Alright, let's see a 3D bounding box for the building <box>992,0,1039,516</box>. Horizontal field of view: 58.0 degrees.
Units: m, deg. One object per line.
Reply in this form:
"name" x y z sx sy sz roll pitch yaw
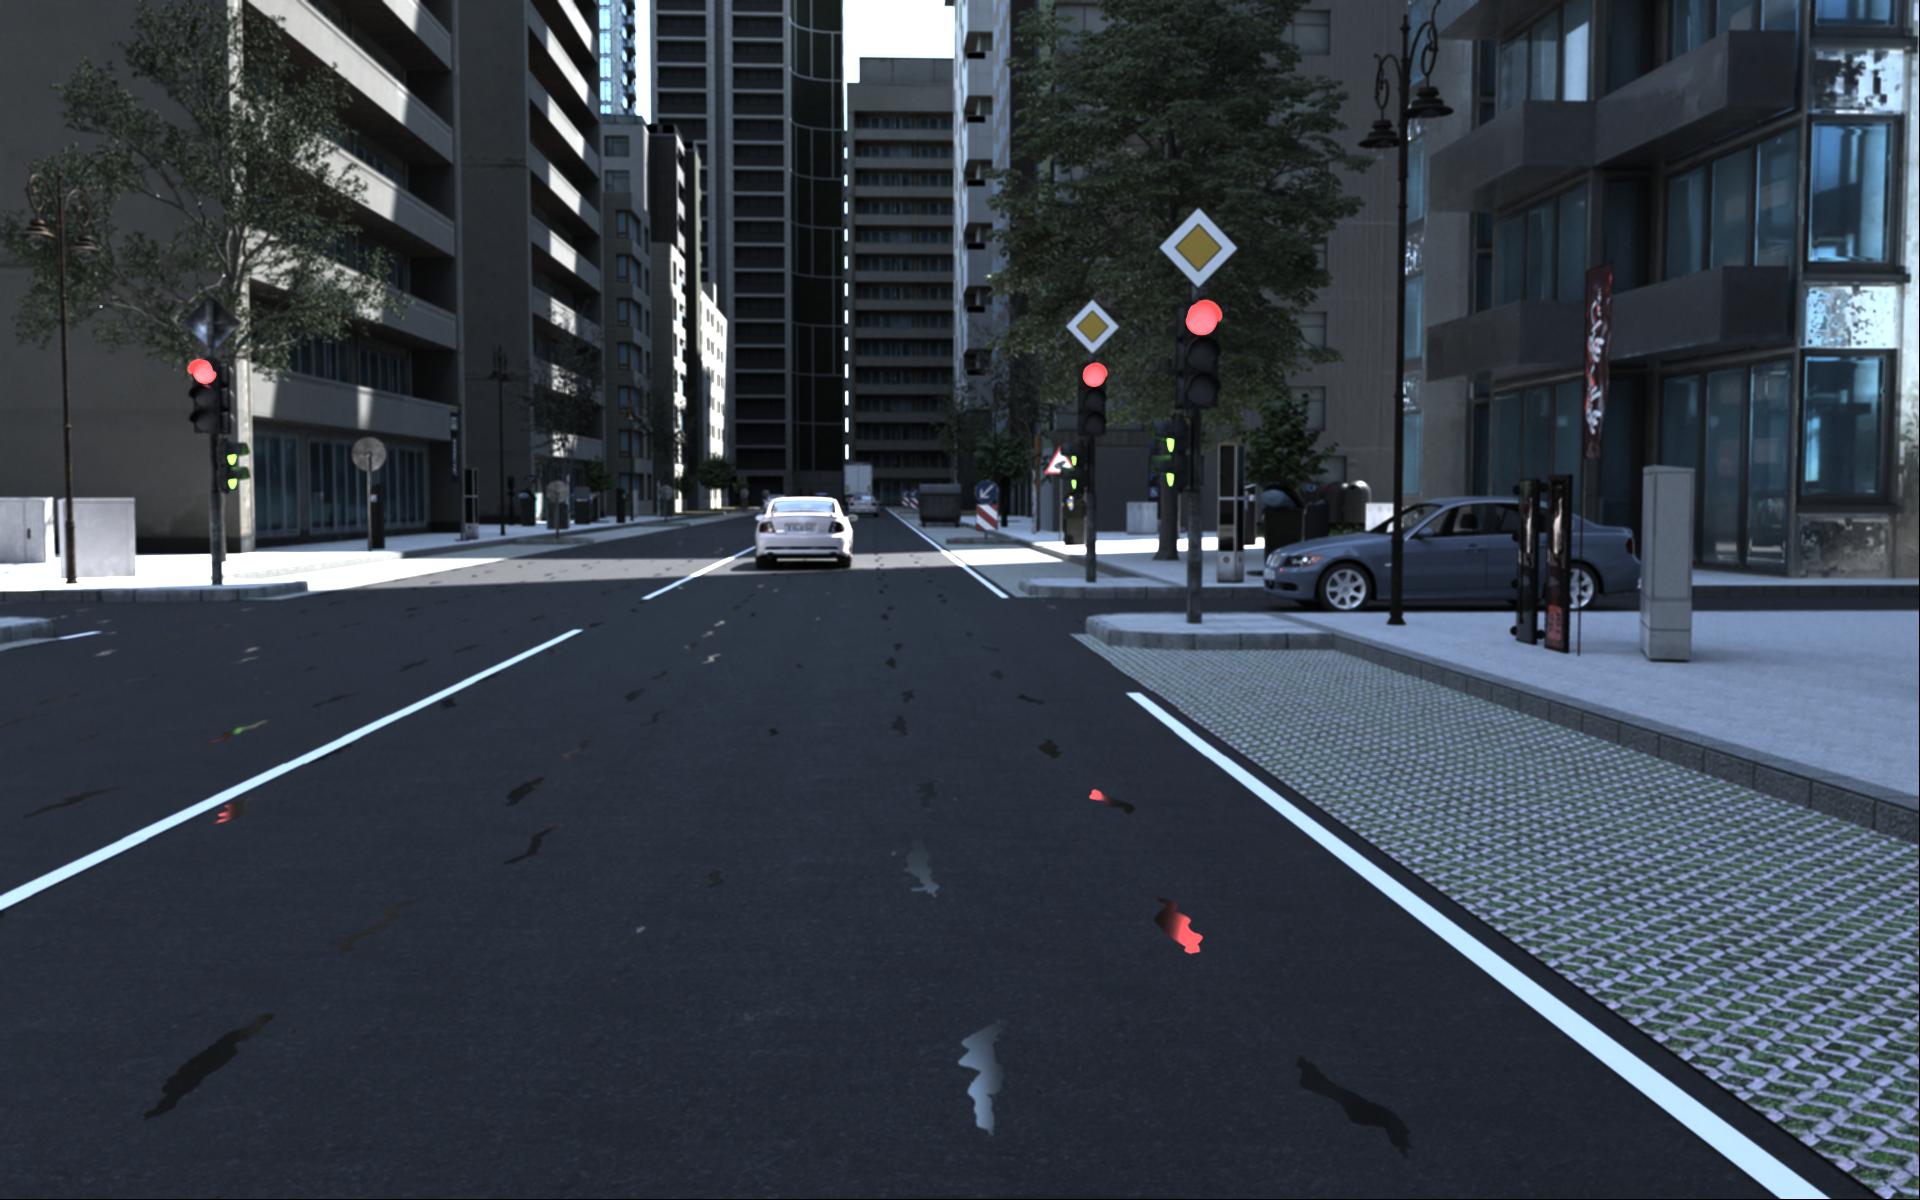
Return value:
"building" 9.437 -28.044 108.631 14.600 45.320 14.200 0 4 -3

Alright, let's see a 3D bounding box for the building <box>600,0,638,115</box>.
"building" -49.013 -53.809 192.441 31.000 86.520 22.319 0 4 -3

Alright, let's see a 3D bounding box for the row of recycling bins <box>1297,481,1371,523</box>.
"row of recycling bins" 11.786 -2.963 55.564 1.069 1.692 3.534 -2 4 -32

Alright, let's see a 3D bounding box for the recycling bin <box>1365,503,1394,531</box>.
"recycling bin" 11.835 -2.193 48.411 0.722 1.027 0.722 -2 4 -34

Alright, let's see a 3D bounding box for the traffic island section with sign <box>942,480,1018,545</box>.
"traffic island section with sign" 0.604 -2.517 49.773 1.989 1.847 2.006 0 4 -3

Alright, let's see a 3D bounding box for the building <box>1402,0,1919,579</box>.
"building" 24.843 -25.403 34.951 30.456 49.044 23.786 0 4 -3

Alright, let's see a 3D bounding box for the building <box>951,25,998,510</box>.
"building" 11.223 -50.009 130.321 22.319 86.520 31.000 0 4 -3

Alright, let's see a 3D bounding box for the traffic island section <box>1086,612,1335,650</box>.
"traffic island section" 2.353 0.309 17.236 2.009 0.180 2.903 0 4 -3

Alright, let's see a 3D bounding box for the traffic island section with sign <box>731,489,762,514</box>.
"traffic island section with sign" -15.649 -7.190 126.182 1.989 1.847 2.006 0 4 -3

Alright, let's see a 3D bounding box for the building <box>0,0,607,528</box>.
"building" -29.260 -27.999 81.484 21.300 48.544 21.600 0 4 -3

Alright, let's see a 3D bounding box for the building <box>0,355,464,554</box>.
"building" -26.588 -25.799 45.511 21.300 48.544 21.600 0 4 -3

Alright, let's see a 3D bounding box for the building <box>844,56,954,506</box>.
"building" -2.188 -35.031 196.463 21.600 48.544 21.300 0 4 -3

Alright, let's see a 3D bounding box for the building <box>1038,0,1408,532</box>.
"building" 9.782 -23.309 64.697 14.154 41.232 14.086 0 4 -3

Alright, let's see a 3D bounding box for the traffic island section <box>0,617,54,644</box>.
"traffic island section" -10.121 0.349 16.576 2.009 0.180 2.903 0 4 -3

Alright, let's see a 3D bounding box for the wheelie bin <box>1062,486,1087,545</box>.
"wheelie bin" 2.922 -2.194 43.781 0.693 1.594 0.980 0 4 3

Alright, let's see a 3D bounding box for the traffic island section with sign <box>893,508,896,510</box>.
"traffic island section with sign" -4.955 -8.885 153.898 1.989 1.847 2.006 0 4 -3

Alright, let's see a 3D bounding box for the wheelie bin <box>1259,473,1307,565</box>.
"wheelie bin" 4.823 -1.099 25.873 0.693 1.594 0.980 1 4 13

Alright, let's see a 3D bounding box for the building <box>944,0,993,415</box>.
"building" 13.438 -34.952 160.704 28.713 52.752 27.495 0 4 -3

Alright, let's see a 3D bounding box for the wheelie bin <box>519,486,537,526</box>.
"wheelie bin" -17.352 -3.769 69.534 0.693 1.594 0.980 -1 4 -12

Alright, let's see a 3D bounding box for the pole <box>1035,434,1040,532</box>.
"pole" 2.637 -3.996 59.177 0.158 3.312 0.155 0 3 0

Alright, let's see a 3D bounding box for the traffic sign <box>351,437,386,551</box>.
"traffic sign" -13.221 -2.363 38.745 0.768 2.556 0.104 0 4 -1

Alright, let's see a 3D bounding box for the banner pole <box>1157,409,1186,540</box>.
"banner pole" 5.916 -3.583 48.600 0.863 3.779 0.401 1 4 18

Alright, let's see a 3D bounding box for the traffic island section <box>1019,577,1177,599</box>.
"traffic island section" 1.927 -0.179 25.210 2.009 0.180 2.903 0 4 -3

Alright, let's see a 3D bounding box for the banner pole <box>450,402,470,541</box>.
"banner pole" -13.625 -3.482 46.951 0.401 3.779 0.863 0 4 8

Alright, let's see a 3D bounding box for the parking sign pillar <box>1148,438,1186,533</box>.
"parking sign pillar" 6.740 -4.201 57.158 1.447 3.967 1.447 3 4 38

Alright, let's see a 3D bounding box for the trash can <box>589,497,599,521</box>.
"trash can" -17.549 -4.327 82.398 0.748 1.137 0.748 0 3 0

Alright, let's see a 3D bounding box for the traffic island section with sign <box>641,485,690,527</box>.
"traffic island section with sign" -13.015 -4.166 76.735 1.989 1.847 2.006 0 4 -3

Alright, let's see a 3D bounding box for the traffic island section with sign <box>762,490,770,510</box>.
"traffic island section with sign" -17.100 -8.841 153.171 1.989 1.847 2.006 0 4 -3

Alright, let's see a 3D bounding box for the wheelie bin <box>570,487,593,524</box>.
"wheelie bin" -16.007 -3.997 73.267 0.980 1.594 0.693 -1 4 -10

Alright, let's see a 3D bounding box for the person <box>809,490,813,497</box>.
"person" -12.596 -8.450 146.676 0.705 1.821 1.348 0 4 7

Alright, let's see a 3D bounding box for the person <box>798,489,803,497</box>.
"person" -14.103 -8.861 153.003 0.705 1.869 1.348 1 4 18

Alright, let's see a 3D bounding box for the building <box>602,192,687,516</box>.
"building" -33.339 -16.394 113.082 27.650 21.520 28.899 0 4 -3

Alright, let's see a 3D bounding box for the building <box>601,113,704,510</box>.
"building" -27.813 -22.221 135.007 14.160 30.474 14.107 0 4 -3

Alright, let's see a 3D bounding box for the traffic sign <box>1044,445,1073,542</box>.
"traffic sign" 2.665 -2.804 45.845 0.884 2.594 0.081 0 4 1

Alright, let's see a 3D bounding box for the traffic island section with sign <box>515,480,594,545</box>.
"traffic island section with sign" -11.560 -2.507 49.612 1.989 1.847 2.006 0 4 -3

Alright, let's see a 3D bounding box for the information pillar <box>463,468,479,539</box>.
"information pillar" -13.836 -2.722 49.001 0.304 2.012 0.304 0 4 7

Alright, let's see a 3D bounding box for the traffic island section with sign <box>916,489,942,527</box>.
"traffic island section with sign" -0.829 -4.170 76.815 1.989 1.847 2.006 0 4 -3

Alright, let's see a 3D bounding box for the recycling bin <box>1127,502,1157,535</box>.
"recycling bin" 5.768 -2.588 54.865 0.722 1.027 0.722 3 5 44

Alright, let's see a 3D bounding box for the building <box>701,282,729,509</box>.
"building" -36.914 -19.186 158.733 28.899 21.520 27.650 0 4 -3

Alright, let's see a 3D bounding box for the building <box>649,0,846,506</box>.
"building" -23.207 -46.198 193.587 20.611 71.187 20.563 0 4 -3

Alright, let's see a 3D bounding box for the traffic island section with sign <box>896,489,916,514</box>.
"traffic island section with sign" -3.498 -7.230 126.839 1.989 1.847 2.006 0 4 -3

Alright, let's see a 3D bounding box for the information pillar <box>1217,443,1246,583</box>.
"information pillar" 3.917 -1.256 25.030 0.304 2.012 0.304 2 4 33

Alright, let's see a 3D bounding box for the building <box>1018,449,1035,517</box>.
"building" 14.155 -39.823 89.353 20.563 71.187 20.611 0 4 -3
